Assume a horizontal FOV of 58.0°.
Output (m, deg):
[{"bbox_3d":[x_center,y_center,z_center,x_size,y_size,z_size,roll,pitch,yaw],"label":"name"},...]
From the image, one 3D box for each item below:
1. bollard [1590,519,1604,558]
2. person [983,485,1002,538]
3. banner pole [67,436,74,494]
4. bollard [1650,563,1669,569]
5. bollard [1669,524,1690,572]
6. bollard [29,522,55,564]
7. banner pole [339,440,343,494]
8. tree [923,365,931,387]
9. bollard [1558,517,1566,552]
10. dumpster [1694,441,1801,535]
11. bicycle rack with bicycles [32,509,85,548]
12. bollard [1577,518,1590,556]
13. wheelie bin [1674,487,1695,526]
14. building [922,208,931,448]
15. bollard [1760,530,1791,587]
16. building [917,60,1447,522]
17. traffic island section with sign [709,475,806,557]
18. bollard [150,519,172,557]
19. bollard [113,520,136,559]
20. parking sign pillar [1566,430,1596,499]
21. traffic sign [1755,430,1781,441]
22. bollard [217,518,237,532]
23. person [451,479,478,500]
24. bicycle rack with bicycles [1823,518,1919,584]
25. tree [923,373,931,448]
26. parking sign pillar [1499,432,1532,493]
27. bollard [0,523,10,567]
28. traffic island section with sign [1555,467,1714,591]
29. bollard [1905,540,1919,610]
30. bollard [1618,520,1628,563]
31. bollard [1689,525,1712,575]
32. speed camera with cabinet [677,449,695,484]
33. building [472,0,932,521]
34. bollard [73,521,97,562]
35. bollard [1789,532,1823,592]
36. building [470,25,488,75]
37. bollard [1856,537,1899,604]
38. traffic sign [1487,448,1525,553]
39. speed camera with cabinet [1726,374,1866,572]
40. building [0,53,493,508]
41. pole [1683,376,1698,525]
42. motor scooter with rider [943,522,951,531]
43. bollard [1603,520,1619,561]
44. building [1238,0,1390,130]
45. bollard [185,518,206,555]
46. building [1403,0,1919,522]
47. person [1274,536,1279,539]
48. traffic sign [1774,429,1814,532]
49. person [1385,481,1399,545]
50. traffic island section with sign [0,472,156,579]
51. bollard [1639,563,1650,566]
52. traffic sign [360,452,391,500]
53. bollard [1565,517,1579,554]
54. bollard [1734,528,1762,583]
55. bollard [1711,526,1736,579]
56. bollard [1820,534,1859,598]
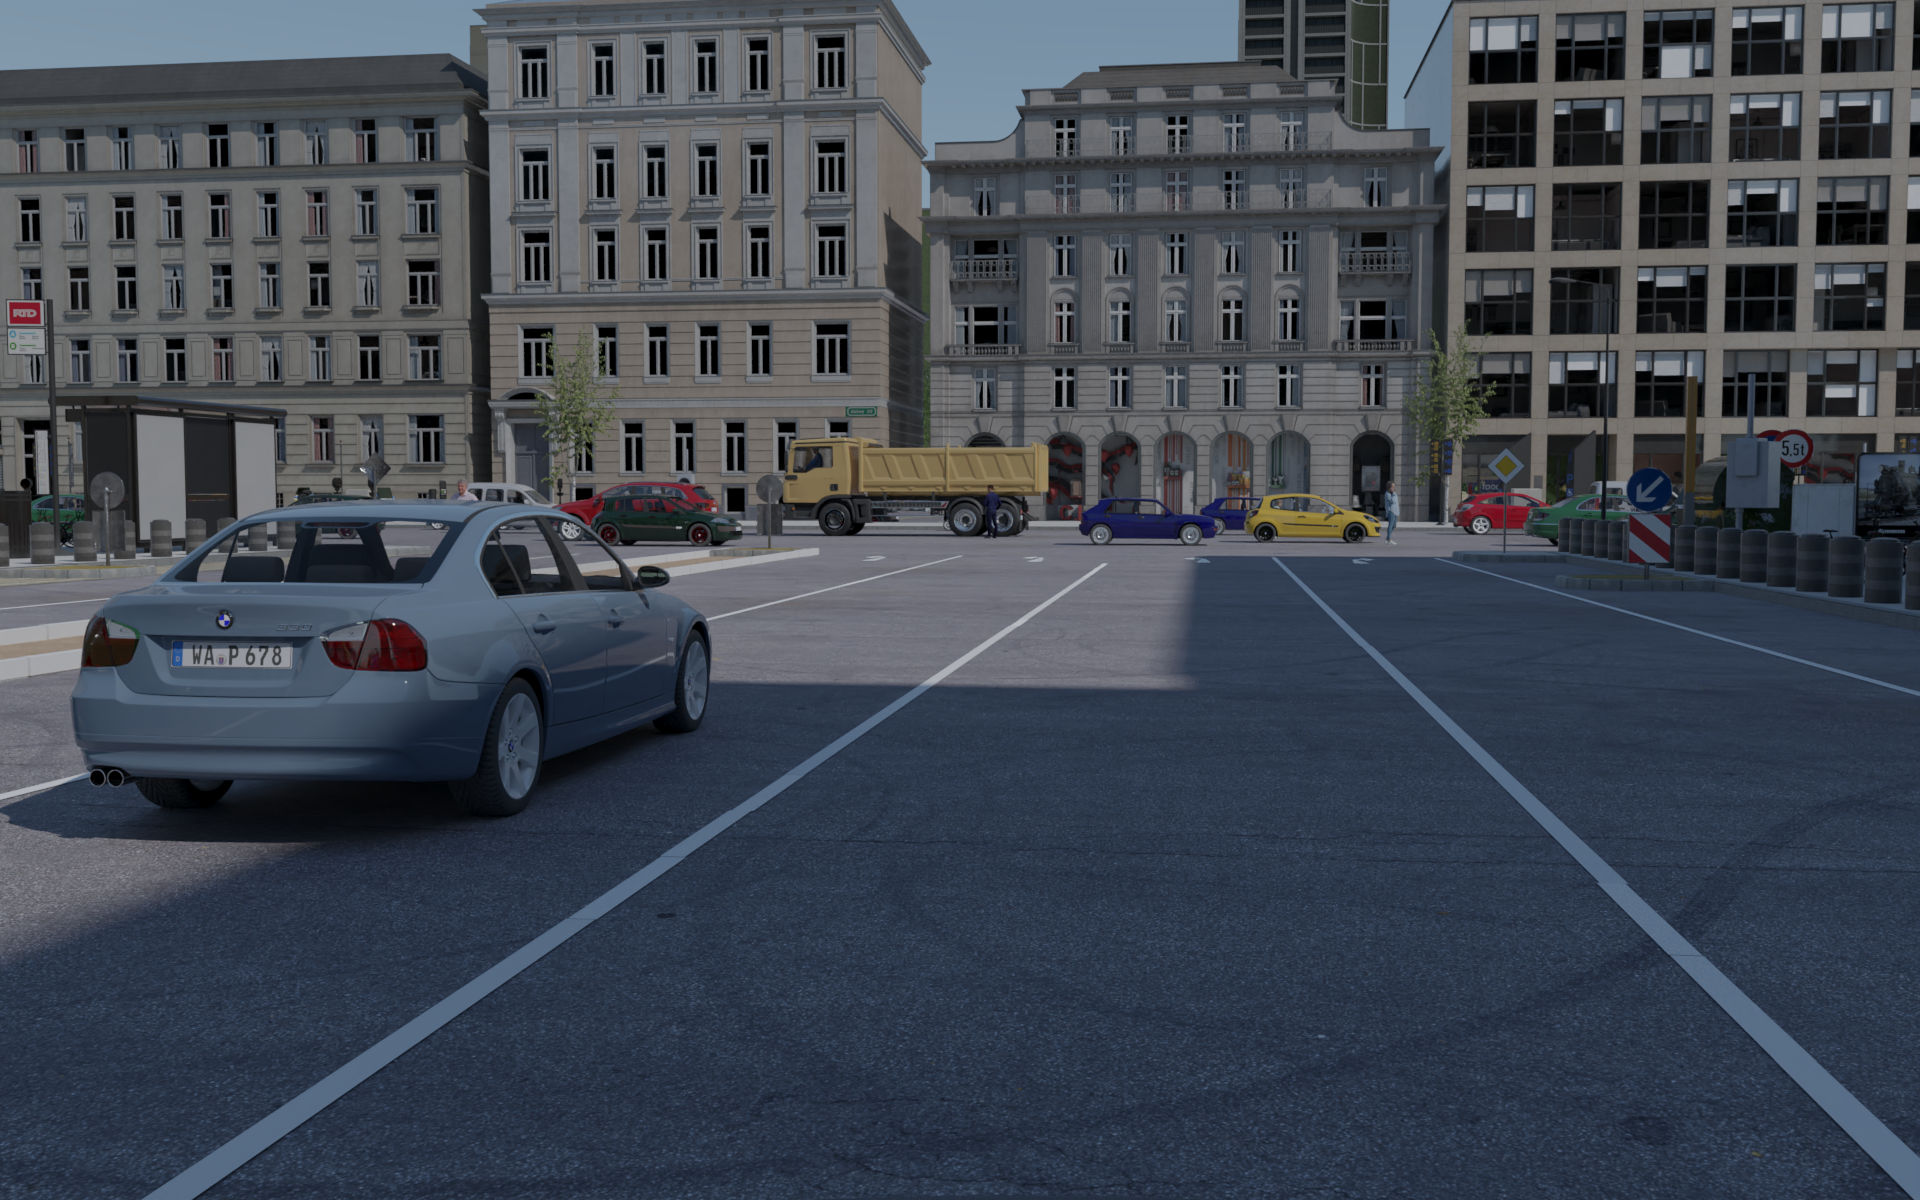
[{"bbox_3d":[12.950,-1.226,34.762,0.404,0.777,0.398,0,3,0],"label":"bollard"},{"bbox_3d":[0.988,-2.866,56.058,0.504,1.737,0.576,3,5,42],"label":"person"},{"bbox_3d":[-38.572,-5.209,75.185,0.401,3.779,0.863,-3,5,-40],"label":"banner pole"},{"bbox_3d":[12.266,-0.934,29.984,0.404,0.777,0.398,0,3,0],"label":"bollard"},{"bbox_3d":[12.095,-0.860,28.786,0.404,0.777,0.398,0,3,0],"label":"bollard"},{"bbox_3d":[-16.819,-1.041,31.738,0.404,0.777,0.398,0,3,0],"label":"bollard"},{"bbox_3d":[-28.578,-5.507,80.048,0.401,3.779,0.863,-1,4,-20],"label":"banner pole"},{"bbox_3d":[0.391,-19.269,170.937,12.611,20.169,13.585,0,3,0],"label":"tree"},{"bbox_3d":[13.460,-1.445,38.344,0.404,0.777,0.398,0,3,0],"label":"bollard"},{"bbox_3d":[14.156,-1.766,31.366,1.502,2.255,1.985,1,4,8],"label":"dumpster"},{"bbox_3d":[-21.482,-1.711,41.354,2.925,0.926,2.852,-2,4,-28],"label":"bicycle rack with bicycles"},{"bbox_3d":[13.123,-1.299,35.951,0.404,0.777,0.398,0,3,0],"label":"bollard"},{"bbox_3d":[15.125,-1.690,35.547,0.693,1.594,0.980,-1,4,-16],"label":"wheelie bin"},{"bbox_3d":[-7.434,-34.632,249.821,14.086,41.232,14.154,0,4,8],"label":"building"},{"bbox_3d":[11.413,-0.569,24.014,0.404,0.777,0.398,0,3,0],"label":"bollard"},{"bbox_3d":[10.837,-14.932,85.938,24.055,21.916,13.314,0,4,8],"label":"building"},{"bbox_3d":[-4.576,-1.961,40.202,2.006,1.907,1.989,0,4,8],"label":"traffic island section with sign"},{"bbox_3d":[-16.302,-1.261,35.339,0.404,0.777,0.398,0,3,0],"label":"bollard"},{"bbox_3d":[-16.474,-1.188,34.137,0.404,0.777,0.398,0,3,0],"label":"bollard"},{"bbox_3d":[26.107,-5.161,72.852,1.447,3.967,1.447,-2,4,-30],"label":"parking sign pillar"},{"bbox_3d":[16.057,-2.095,34.352,0.768,2.556,0.104,1,4,10],"label":"traffic sign"},{"bbox_3d":[-15.959,-1.408,37.741,0.404,0.777,0.398,0,3,0],"label":"bollard"},{"bbox_3d":[-9.037,-1.343,31.399,0.756,1.711,0.436,1,4,22],"label":"person"},{"bbox_3d":[13.361,-0.689,24.653,2.925,0.926,2.852,3,5,40],"label":"bicycle rack with bicycles"},{"bbox_3d":[-1.524,-13.505,146.554,9.928,11.665,9.643,0,3,0],"label":"tree"},{"bbox_3d":[24.297,-5.345,75.862,1.447,3.967,1.447,-1,4,-10],"label":"parking sign pillar"},{"bbox_3d":[-16.991,-0.967,30.531,0.404,0.777,0.398,0,3,0],"label":"bollard"},{"bbox_3d":[10.255,-1.096,26.551,1.989,1.847,2.006,0,4,8],"label":"traffic island section with sign"},{"bbox_3d":[10.724,-0.276,19.228,0.404,0.777,0.398,0,3,0],"label":"bollard"},{"bbox_3d":[12.607,-1.080,32.380,0.404,0.777,0.398,0,3,0],"label":"bollard"},{"bbox_3d":[11.923,-0.788,27.596,0.404,0.777,0.398,0,3,0],"label":"bollard"},{"bbox_3d":[-12.779,-5.027,76.520,2.038,3.252,0.660,0,4,5],"label":"speed camera with cabinet"},{"bbox_3d":[-12.426,-18.511,88.551,20.117,28.700,13.634,0,4,8],"label":"building"},{"bbox_3d":[-16.646,-1.115,32.944,0.404,0.777,0.398,0,3,0],"label":"bollard"},{"bbox_3d":[11.242,-0.496,22.821,0.404,0.777,0.398,0,3,0],"label":"bollard"},{"bbox_3d":[-48.979,-34.319,184.817,21.600,48.544,21.300,0,4,8],"label":"building"},{"bbox_3d":[10.900,-0.350,20.432,0.404,0.777,0.398,0,3,0],"label":"bollard"},{"bbox_3d":[11.817,-2.074,37.545,0.795,2.450,0.064,0,4,8],"label":"traffic sign"},{"bbox_3d":[13.668,-2.077,28.288,0.660,3.252,2.038,-3,5,-44],"label":"speed camera with cabinet"},{"bbox_3d":[-37.167,-15.931,93.753,30.059,22.955,16.112,0,4,8],"label":"building"},{"bbox_3d":[12.659,-2.214,30.042,0.158,3.312,0.155,0,3,0],"label":"pole"},{"bbox_3d":[0.327,-3.577,67.446,1.986,1.779,0.876,1,4,9],"label":"motor scooter with rider"},{"bbox_3d":[12.778,-1.153,33.573,0.404,0.777,0.398,0,3,0],"label":"bollard"},{"bbox_3d":[49.237,-49.253,243.533,20.611,71.187,20.563,0,4,8],"label":"building"},{"bbox_3d":[-16.131,-1.335,36.543,0.404,0.777,0.398,0,3,0],"label":"bollard"},{"bbox_3d":[40.121,-17.136,84.688,34.151,26.468,19.350,0,4,8],"label":"building"},{"bbox_3d":[10.186,-2.603,55.750,0.352,1.250,0.332,0,4,7],"label":"person"},{"bbox_3d":[16.283,-2.069,33.929,0.768,2.556,0.104,1,4,11],"label":"traffic sign"},{"bbox_3d":[12.208,-2.466,49.078,0.793,1.790,0.793,0,4,-2],"label":"person"},{"bbox_3d":[-15.206,-1.316,30.151,1.989,1.847,2.006,0,4,8],"label":"traffic island section with sign"},{"bbox_3d":[12.440,-1.007,31.177,0.404,0.777,0.398,0,3,0],"label":"bollard"},{"bbox_3d":[-13.913,-2.299,41.236,0.795,2.450,0.064,0,4,8],"label":"traffic sign"},{"bbox_3d":[13.291,-1.372,37.150,0.404,0.777,0.398,0,3,0],"label":"bollard"},{"bbox_3d":[11.580,-0.642,25.214,0.404,0.777,0.398,0,3,0],"label":"bollard"},{"bbox_3d":[11.757,-0.715,26.402,0.404,0.777,0.398,0,3,0],"label":"bollard"},{"bbox_3d":[11.068,-0.422,21.622,0.404,0.777,0.398,0,3,0],"label":"bollard"}]
